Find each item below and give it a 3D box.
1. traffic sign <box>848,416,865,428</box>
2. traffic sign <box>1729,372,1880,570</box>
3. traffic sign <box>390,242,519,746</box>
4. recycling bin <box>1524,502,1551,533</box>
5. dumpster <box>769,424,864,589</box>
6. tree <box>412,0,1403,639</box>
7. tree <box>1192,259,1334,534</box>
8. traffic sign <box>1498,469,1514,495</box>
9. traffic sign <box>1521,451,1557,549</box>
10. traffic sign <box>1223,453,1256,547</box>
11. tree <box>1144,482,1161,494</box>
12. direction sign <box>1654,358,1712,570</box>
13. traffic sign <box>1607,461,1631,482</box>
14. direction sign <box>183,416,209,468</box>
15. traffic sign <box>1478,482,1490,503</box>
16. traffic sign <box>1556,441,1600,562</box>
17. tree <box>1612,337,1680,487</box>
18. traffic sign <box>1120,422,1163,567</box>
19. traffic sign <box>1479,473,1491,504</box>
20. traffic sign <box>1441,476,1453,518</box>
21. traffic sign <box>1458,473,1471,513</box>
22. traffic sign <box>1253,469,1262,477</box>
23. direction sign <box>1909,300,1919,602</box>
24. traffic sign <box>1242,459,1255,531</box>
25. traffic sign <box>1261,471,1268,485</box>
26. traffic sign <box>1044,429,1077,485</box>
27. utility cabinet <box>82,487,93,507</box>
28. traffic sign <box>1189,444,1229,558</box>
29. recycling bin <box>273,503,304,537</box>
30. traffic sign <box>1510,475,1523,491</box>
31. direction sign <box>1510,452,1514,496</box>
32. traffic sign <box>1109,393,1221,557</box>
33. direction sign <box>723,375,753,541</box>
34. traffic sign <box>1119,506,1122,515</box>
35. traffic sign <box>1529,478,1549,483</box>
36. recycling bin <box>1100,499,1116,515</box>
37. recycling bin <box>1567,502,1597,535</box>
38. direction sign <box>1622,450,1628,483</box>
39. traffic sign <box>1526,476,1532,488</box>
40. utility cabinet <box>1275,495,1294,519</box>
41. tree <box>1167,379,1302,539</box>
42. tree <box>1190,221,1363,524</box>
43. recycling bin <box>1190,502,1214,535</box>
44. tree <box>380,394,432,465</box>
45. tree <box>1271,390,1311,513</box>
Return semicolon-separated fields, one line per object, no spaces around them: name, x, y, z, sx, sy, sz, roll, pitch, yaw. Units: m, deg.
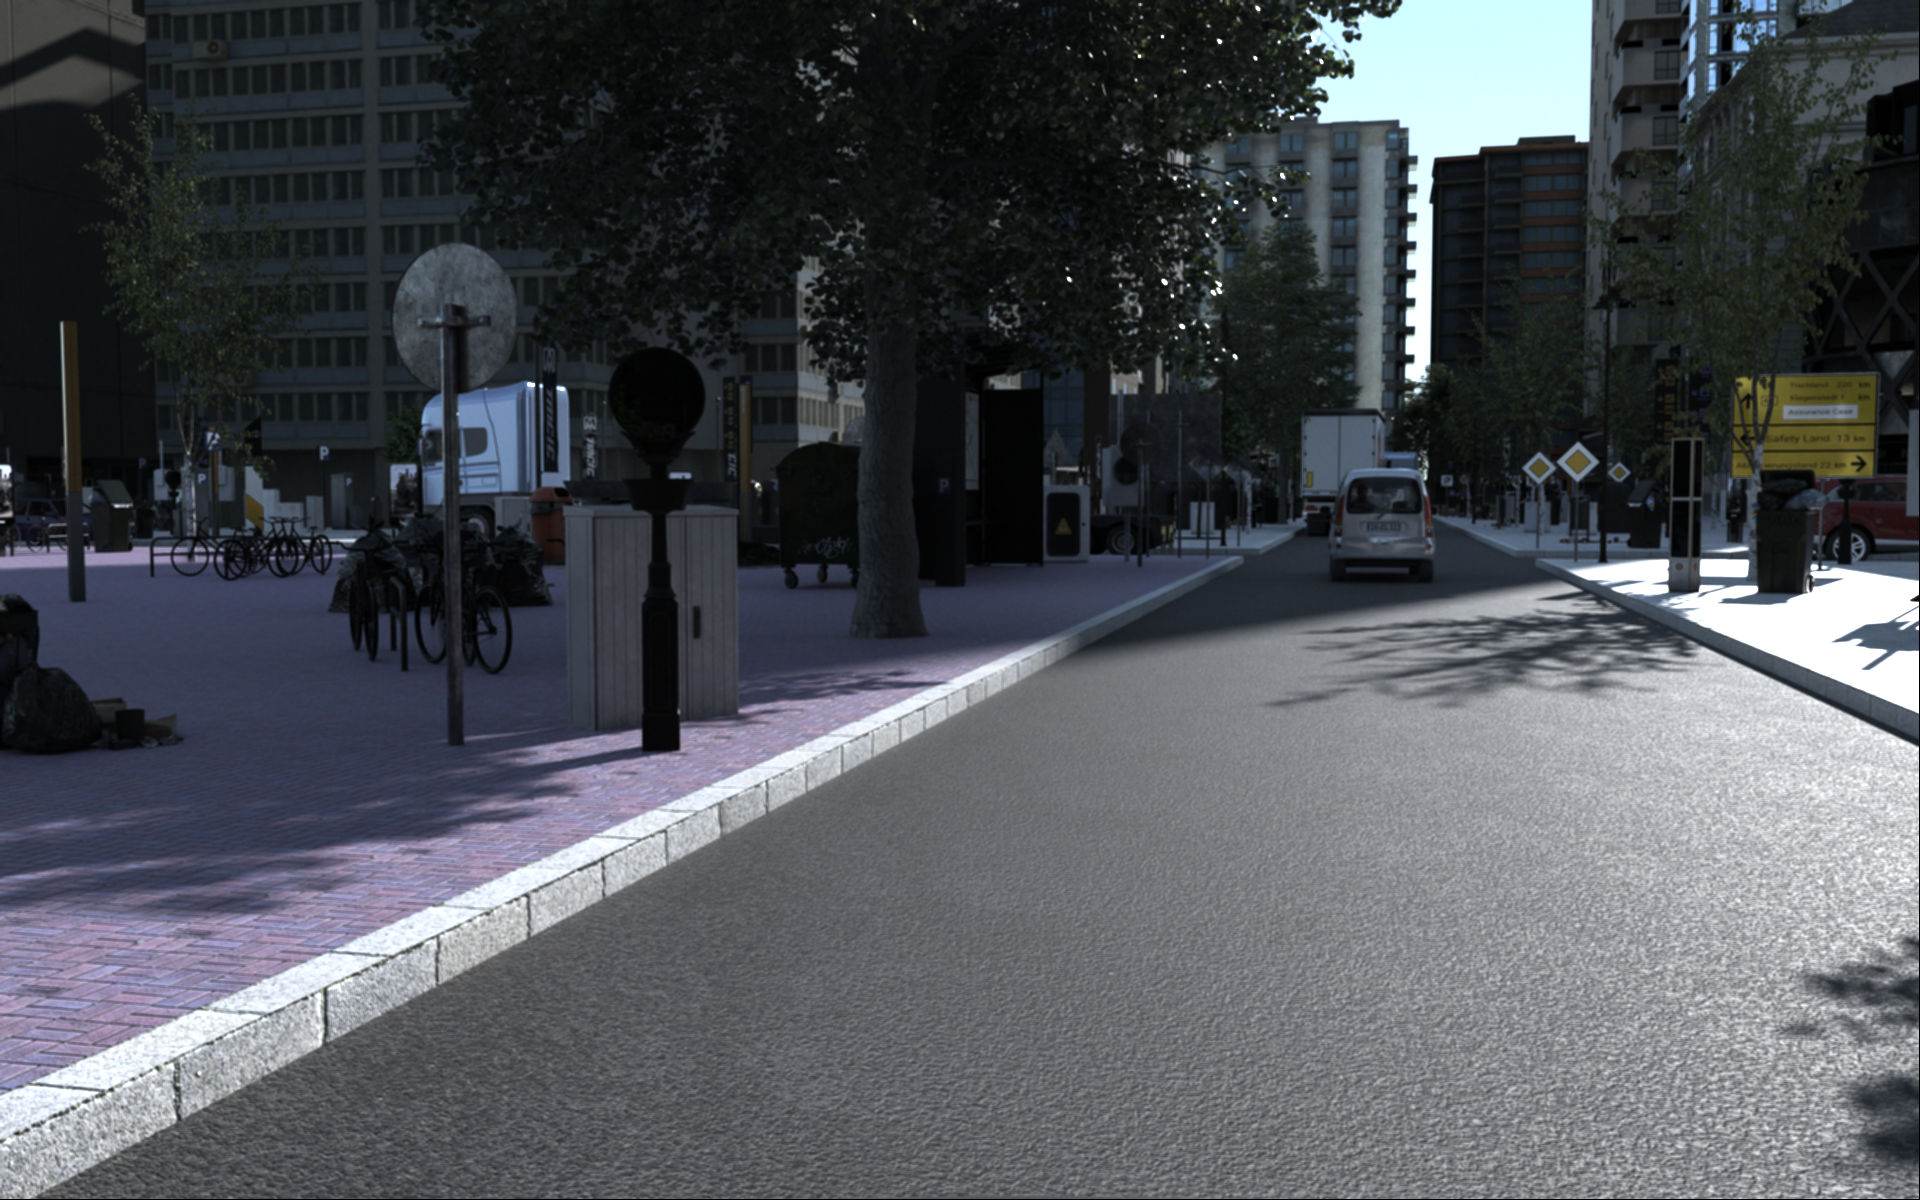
traffic sign;-1.587;-1.729;28.380;0.768;2.556;0.104;1;4;22
traffic sign;14.193;-2.161;29.201;2.265;3.308;0.079;1;4;17
traffic sign;-2.579;-0.531;8.782;0.768;2.556;0.104;1;4;20
recycling bin;19.218;-2.757;57.632;0.722;1.027;0.722;2;4;29
dumpster;-1.676;-1.322;24.113;1.502;2.255;1.985;1;4;13
tree;-0.585;-6.651;15.396;9.857;13.997;8.962;0;3;0
tree;9.442;-6.393;54.894;4.360;8.622;3.978;0;3;0
traffic sign;25.930;-5.030;82.339;0.768;2.556;0.104;1;4;20
traffic sign;13.548;-2.259;40.570;0.795;2.450;0.064;1;4;13
traffic sign;6.800;-2.359;42.205;0.795;2.450;0.064;1;4;13
tree;11.100;-6.437;99.846;1.663;3.219;1.824;0;3;0
direction sign;12.066;-2.261;28.971;0.876;3.537;0.379;1;4;18
traffic sign;23.331;-3.679;61.343;0.795;2.450;0.064;1;4;22
direction sign;-22.360;-3.595;50.768;0.379;3.537;0.876;1;4;22
traffic sign;33.630;-6.809;111.335;0.884;2.594;0.081;1;4;20
traffic sign;11.684;-1.784;32.805;0.795;2.450;0.064;1;4;13
tree;32.062;-8.057;82.087;4.360;8.622;3.978;0;3;0
traffic sign;3.184;-1.865;30.591;0.768;2.556;0.104;1;4;16
traffic sign;32.384;-6.531;106.883;0.768;2.556;0.104;1;4;21
traffic sign;26.261;-5.586;93.458;0.606;2.300;0.079;1;4;14
traffic sign;30.295;-6.358;104.064;0.768;2.556;0.104;1;4;21
traffic sign;14.895;-5.348;87.550;0.768;2.556;0.104;1;4;23
direction sign;11.504;-1.743;20.492;0.876;3.537;0.379;-2;4;-34
traffic sign;9.761;-3.638;59.588;0.768;2.556;0.104;1;4;15
traffic sign;16.883;-5.931;97.081;0.768;2.556;0.104;1;4;16
traffic sign;1.895;-2.119;34.649;0.884;2.594;0.081;1;4;20
utility cabinet;-27.363;-2.805;54.539;0.318;1.500;1.173;2;4;27
traffic sign;4.935;-1.884;34.440;0.795;2.450;0.064;1;4;13
recycling bin;-19.726;-2.345;50.899;0.722;1.027;0.722;-1;4;-9
traffic sign;33.553;-6.326;104.613;0.795;2.450;0.064;1;4;20
direction sign;29.460;-6.148;92.512;0.379;3.537;0.876;2;4;28
traffic sign;4.135;-2.521;35.097;2.265;3.308;0.079;1;4;15
direction sign;-4.267;-2.527;33.317;0.379;3.537;0.876;-3;5;-45
traffic sign;4.266;-2.808;46.023;0.768;2.556;0.104;1;4;18
traffic sign;26.568;-4.863;79.508;0.884;2.594;0.081;1;4;15
recycling bin;7.275;-4.422;84.857;0.722;1.027;0.722;1;4;15
recycling bin;19.392;-2.535;53.994;0.722;1.027;0.722;0;4;4
direction sign;33.825;-5.884;88.192;0.379;3.537;0.876;3;4;39
traffic sign;31.553;-5.717;95.595;0.606;2.300;0.079;1;4;20
utility cabinet;17.030;-4.887;91.063;1.020;1.237;0.306;2;4;28
tree;6.819;-4.025;49.520;4.285;4.588;4.351;0;3;0
tree;13.235;-9.467;72.917;7.486;12.596;7.792;0;3;0
recycling bin;7.717;-2.610;55.222;0.722;1.027;0.722;0;4;3
tree;-17.531;-4.486;57.060;4.285;4.588;4.351;0;3;0
tree;22.666;-10.067;114.953;4.737;8.622;4.395;0;3;0
